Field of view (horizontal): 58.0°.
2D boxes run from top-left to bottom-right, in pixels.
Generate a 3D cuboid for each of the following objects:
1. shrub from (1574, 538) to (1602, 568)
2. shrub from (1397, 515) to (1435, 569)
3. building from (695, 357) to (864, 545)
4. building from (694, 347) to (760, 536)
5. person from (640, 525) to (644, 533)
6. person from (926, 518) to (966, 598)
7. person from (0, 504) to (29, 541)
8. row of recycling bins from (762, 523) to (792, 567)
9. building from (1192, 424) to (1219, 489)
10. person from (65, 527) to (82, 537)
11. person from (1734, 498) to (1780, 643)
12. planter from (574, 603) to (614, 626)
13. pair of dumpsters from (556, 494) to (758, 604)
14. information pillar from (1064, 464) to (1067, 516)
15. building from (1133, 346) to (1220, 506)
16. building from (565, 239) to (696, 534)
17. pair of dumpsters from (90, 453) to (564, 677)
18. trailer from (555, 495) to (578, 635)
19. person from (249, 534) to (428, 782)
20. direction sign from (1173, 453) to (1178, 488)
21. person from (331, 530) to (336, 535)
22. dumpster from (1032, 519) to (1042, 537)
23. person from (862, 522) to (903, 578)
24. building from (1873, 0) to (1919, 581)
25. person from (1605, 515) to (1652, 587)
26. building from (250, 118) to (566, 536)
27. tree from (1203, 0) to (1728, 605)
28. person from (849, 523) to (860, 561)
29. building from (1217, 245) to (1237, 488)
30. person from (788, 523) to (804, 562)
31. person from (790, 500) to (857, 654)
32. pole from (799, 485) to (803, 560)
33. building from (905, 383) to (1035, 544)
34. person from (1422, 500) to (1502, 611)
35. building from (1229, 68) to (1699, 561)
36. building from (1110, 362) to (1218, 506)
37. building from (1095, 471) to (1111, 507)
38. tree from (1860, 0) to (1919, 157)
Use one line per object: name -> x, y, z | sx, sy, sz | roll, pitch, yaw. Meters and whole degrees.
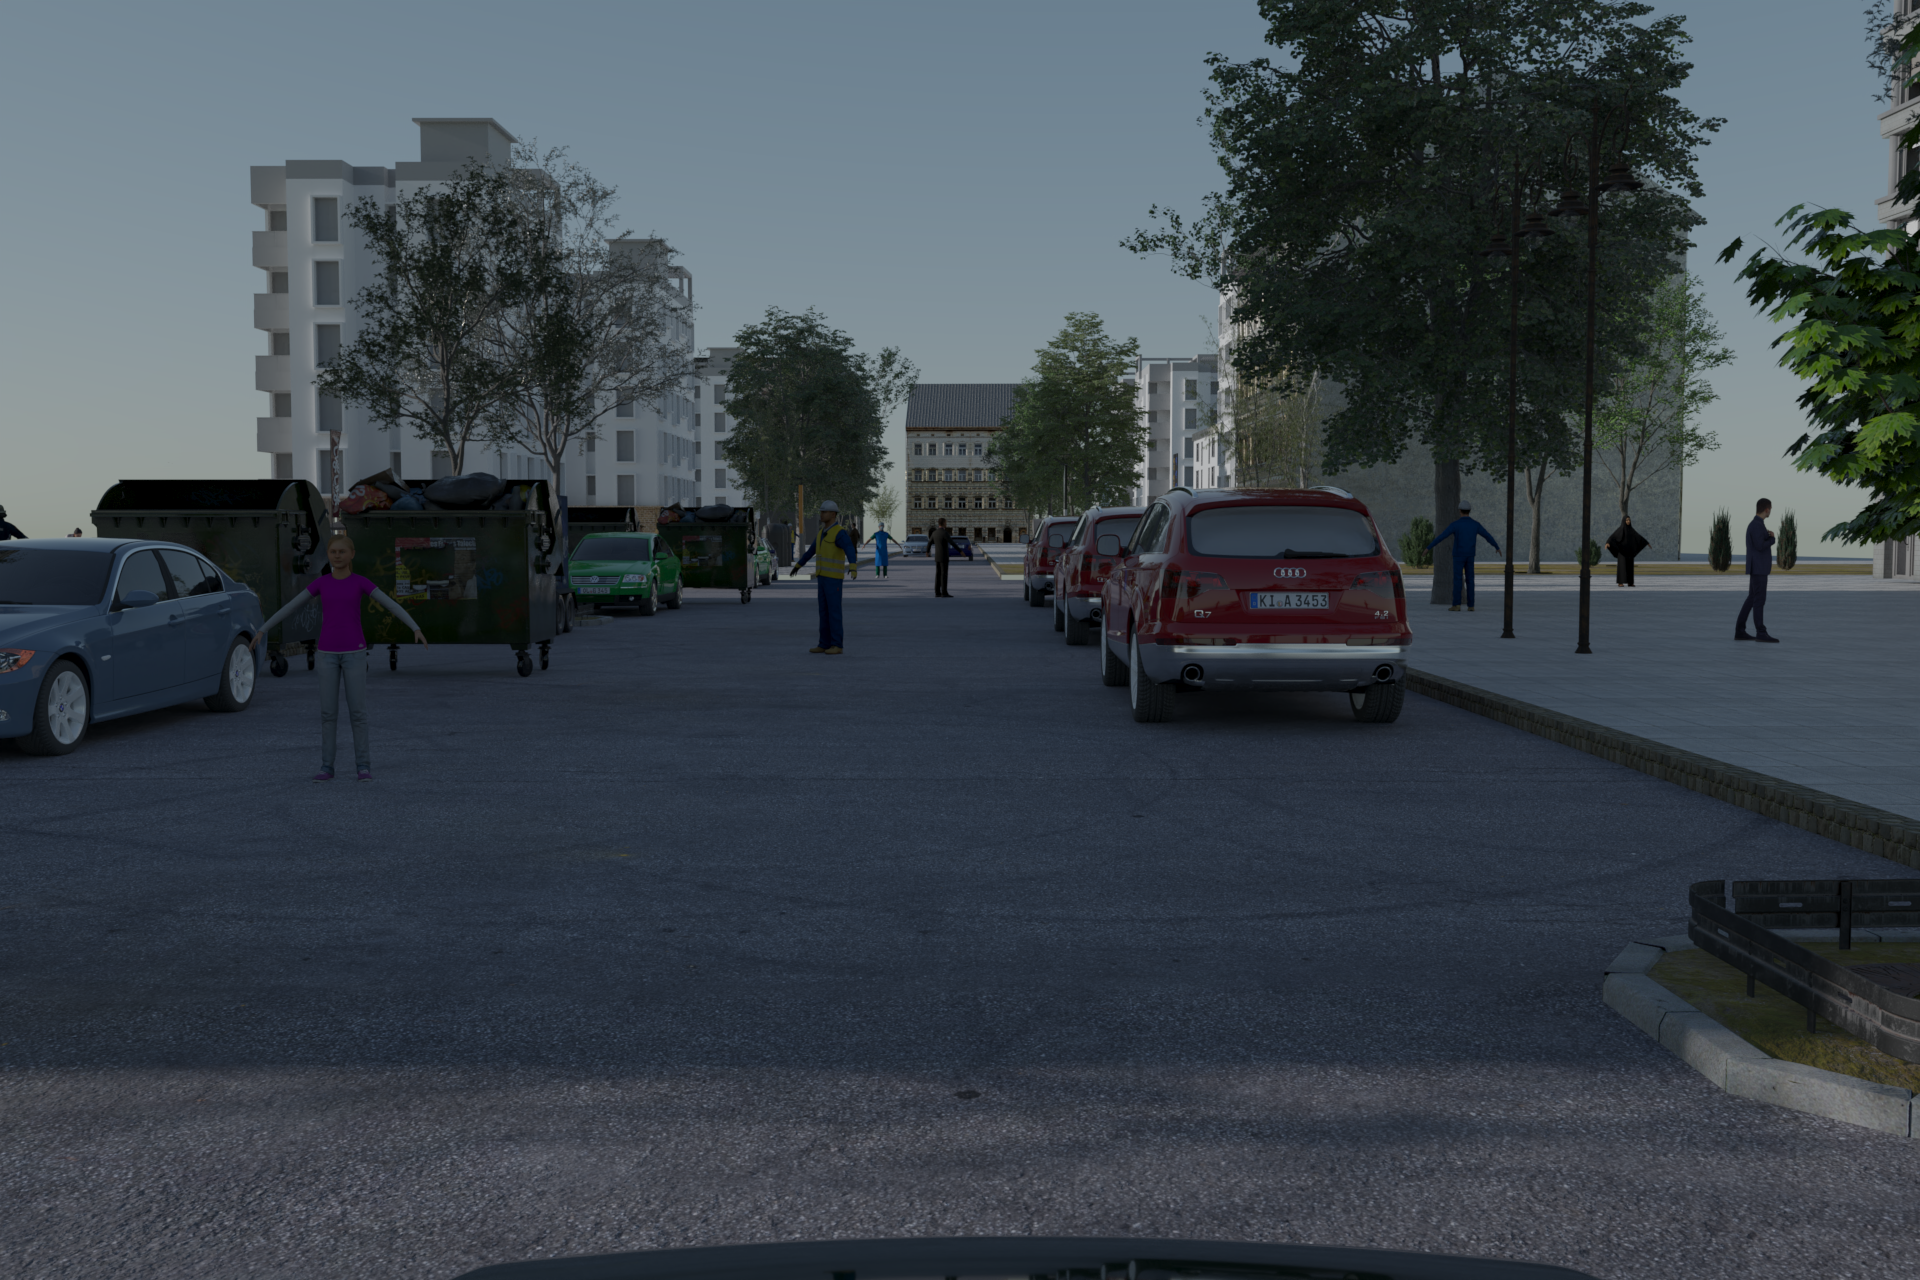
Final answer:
shrub -> 23.937, -3.355, 65.964 | 1.383, 1.207, 1.383 | 0, 3, 0
shrub -> 16.970, -3.637, 63.885 | 1.690, 2.028, 1.600 | 0, 3, 0
building -> -26.991, -22.784, 216.497 | 27.936, 21.610, 32.646 | 0, 4, 0
building -> -27.062, -19.579, 176.535 | 16.016, 20.090, 11.380 | 0, 4, 1
person -> -15.541, -4.716, 83.912 | 0.721, 1.733, 1.217 | 0, 4, -3
person -> -0.382, -1.863, 39.149 | 0.704, 1.802, 1.346 | -3, 5, -40
person -> -18.276, -1.658, 32.983 | 1.351, 1.845, 0.704 | -1, 4, -21
row of recycling bins -> -7.209, -3.758, 68.549 | 1.069, 1.692, 3.534 | 0, 4, 0
building -> 24.071, -11.591, 131.666 | 9.099, 9.664, 28.070 | 0, 4, 0
person -> -21.002, -1.935, 40.874 | 0.799, 1.438, 0.628 | -1, 4, -9
person -> 9.520, -0.837, 20.644 | 0.530, 1.710, 0.541 | 2, 4, 31
planter -> -6.630, -0.401, 27.697 | 1.991, 0.319, 1.994 | 0, 4, 0
pair of dumpsters -> -6.448, -1.884, 35.749 | 4.436, 2.255, 1.574 | 0, 4, 0
information pillar -> 3.563, -4.110, 58.546 | 0.183, 3.616, 0.504 | 0, 4, -1
building -> 23.474, -19.939, 182.424 | 16.016, 20.090, 11.380 | 0, 4, 0
building -> -24.248, -15.653, 112.352 | 16.016, 20.090, 11.380 | 0, 4, 1
pair of dumpsters -> -6.395, -0.779, 17.690 | 4.436, 2.255, 1.574 | 0, 4, 0
trailer -> -6.365, -1.043, 24.103 | 1.471, 1.999, 3.904 | 0, 3, 0
person -> -3.581, 0.105, 10.008 | 0.991, 1.433, 0.599 | -1, 4, -9
direction sign -> 6.074, -3.480, 48.898 | 0.379, 3.537, 0.876 | 0, 3, 0
person -> -22.587, -3.383, 61.504 | 1.347, 1.806, 0.705 | -2, 4, -28
dumpster -> 2.915, -2.460, 48.441 | 1.865, 1.857, 1.264 | 0, 3, 0
person -> -2.547, -2.923, 56.373 | 1.347, 1.817, 0.704 | -1, 4, -12
building -> 28.304, -11.683, 37.700 | 8.464, 21.280, 15.925 | 0, 4, 1
person -> 16.202, -2.155, 42.020 | 1.214, 1.737, 0.721 | -1, 4, -9
building -> -26.208, -13.687, 80.196 | 16.016, 20.090, 11.380 | 0, 3, 0
tree -> 8.947, -7.620, 31.242 | 9.857, 13.997, 8.962 | 0, 3, 0
person -> -5.025, -4.628, 81.810 | 0.704, 1.812, 1.346 | 2, 4, 26
building -> 22.221, -15.751, 113.940 | 16.016, 20.090, 11.380 | 0, 4, 0
person -> -7.772, -4.467, 79.492 | 1.216, 1.772, 0.721 | -1, 4, -23
person -> -1.586, -0.754, 20.757 | 0.705, 1.833, 1.349 | -3, 4, -38
pole -> -6.628, -4.796, 72.265 | 0.158, 3.312, 0.155 | 0, 3, 0
building -> 1.761, -25.550, 251.131 | 18.063, 23.208, 19.493 | 0, 4, 2
person -> 8.374, -1.402, 28.799 | 1.347, 1.842, 0.705 | 0, 4, -3
building -> 25.214, -15.916, 91.151 | 19.493, 23.208, 18.063 | 0, 4, 0
building -> 22.416, -20.942, 198.828 | 16.016, 20.090, 11.380 | 0, 4, 0
building -> 23.162, -17.559, 229.233 | 9.099, 9.664, 28.070 | 0, 4, 1
tree -> 9.233, -6.180, 11.409 | 12.009, 13.543, 11.850 | 0, 3, 0
